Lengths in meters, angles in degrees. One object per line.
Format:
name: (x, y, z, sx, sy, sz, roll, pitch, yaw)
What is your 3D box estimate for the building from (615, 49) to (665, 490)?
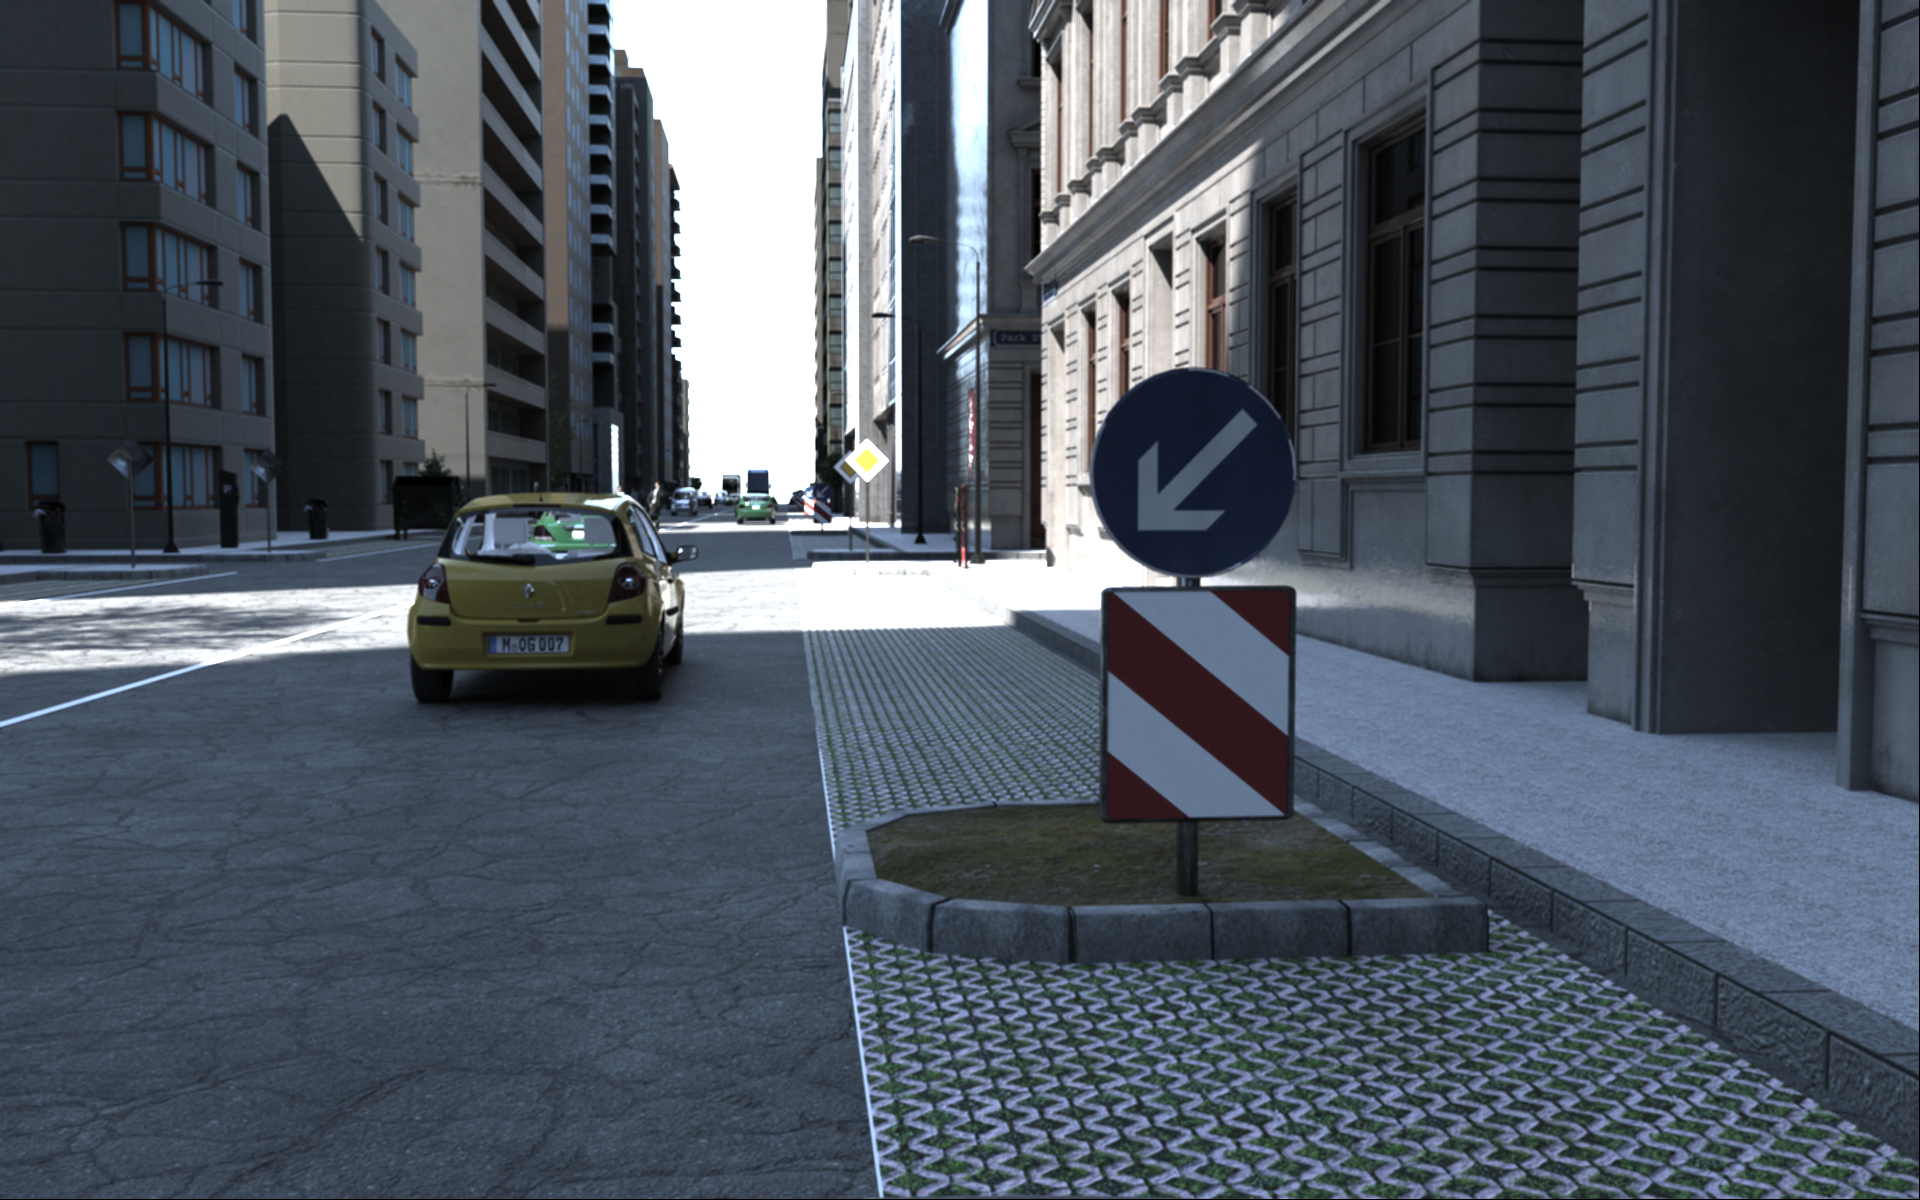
building: (-38.810, -32.309, 178.360, 14.600, 45.320, 14.200, 0, 4, -6)

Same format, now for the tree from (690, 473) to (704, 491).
tree: (-41.641, -17.551, 270.675, 4.285, 4.588, 4.351, 0, 3, 0)

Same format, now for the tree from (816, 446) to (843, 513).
tree: (-8.019, -8.155, 117.041, 4.285, 4.588, 4.351, 0, 3, 0)

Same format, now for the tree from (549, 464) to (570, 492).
tree: (-25.941, -7.126, 111.119, 1.663, 3.219, 1.824, 0, 3, 0)

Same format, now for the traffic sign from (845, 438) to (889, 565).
traffic sign: (-1.677, -1.691, 31.283, 0.795, 2.450, 0.064, 0, 4, -6)

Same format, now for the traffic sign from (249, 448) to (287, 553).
traffic sign: (-15.163, -2.099, 37.969, 0.795, 2.450, 0.064, 0, 4, -6)

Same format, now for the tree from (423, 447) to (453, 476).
tree: (-22.049, -4.752, 72.292, 1.663, 3.219, 1.824, 0, 3, 0)

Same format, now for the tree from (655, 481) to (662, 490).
tree: (-33.264, -11.869, 188.664, 1.663, 3.219, 1.824, 0, 3, 0)

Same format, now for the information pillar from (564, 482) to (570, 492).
information pillar: (-24.751, -6.398, 109.091, 0.304, 2.012, 0.304, 0, 4, 1)

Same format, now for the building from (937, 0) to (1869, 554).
building: (9.902, -12.769, 44.923, 21.152, 22.565, 11.583, 0, 4, -6)

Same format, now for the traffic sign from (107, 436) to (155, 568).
traffic sign: (-14.358, -1.614, 30.024, 0.795, 2.450, 0.064, 0, 4, -6)

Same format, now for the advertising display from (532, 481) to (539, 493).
advertising display: (-21.853, -5.132, 89.121, 0.123, 1.923, 0.974, 0, 4, 0)

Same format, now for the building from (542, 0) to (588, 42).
building: (-33.230, -28.690, 119.192, 14.600, 45.320, 14.200, 0, 4, -6)

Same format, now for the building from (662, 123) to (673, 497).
building: (-41.082, -33.738, 201.731, 14.600, 45.320, 14.200, 0, 4, -6)

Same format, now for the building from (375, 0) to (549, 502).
building: (-32.726, -28.208, 84.903, 21.300, 48.544, 21.600, 0, 4, -6)

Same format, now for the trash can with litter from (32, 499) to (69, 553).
trash can with litter: (-19.711, -1.601, 37.564, 0.624, 1.170, 1.055, -1, 4, -21)

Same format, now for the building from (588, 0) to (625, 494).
building: (-38.537, -50.621, 140.326, 22.319, 86.520, 31.000, 0, 4, -6)

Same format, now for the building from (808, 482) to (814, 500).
building: (-6.797, -34.886, 262.272, 32.217, 40.220, 23.993, 0, 4, -6)

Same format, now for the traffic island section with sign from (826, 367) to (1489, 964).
traffic island section with sign: (0.555, 0.148, 6.213, 1.989, 1.847, 2.006, 0, 4, -6)

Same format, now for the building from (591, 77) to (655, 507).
building: (-36.773, -29.413, 164.502, 14.154, 41.232, 14.086, 0, 4, -6)

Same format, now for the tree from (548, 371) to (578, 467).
tree: (-24.658, -9.237, 101.387, 4.737, 8.622, 4.395, 0, 3, 0)

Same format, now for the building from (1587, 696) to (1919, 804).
building: (9.577, -10.038, 0.276, 11.583, 22.565, 21.152, 0, 4, -6)

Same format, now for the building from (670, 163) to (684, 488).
building: (-47.256, -34.746, 222.727, 22.147, 44.769, 28.867, 0, 4, -6)

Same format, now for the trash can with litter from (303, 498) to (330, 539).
trash can with litter: (-18.278, -2.315, 49.233, 0.624, 1.170, 1.055, -1, 4, -13)

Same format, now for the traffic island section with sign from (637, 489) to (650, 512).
traffic island section with sign: (-25.278, -7.887, 137.581, 1.989, 1.847, 2.006, 0, 4, -6)

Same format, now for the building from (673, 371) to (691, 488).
building: (-53.874, -24.875, 251.745, 27.650, 21.520, 28.899, 0, 4, -6)

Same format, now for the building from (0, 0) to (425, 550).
building: (-33.462, -12.676, 52.297, 27.650, 21.520, 28.899, 0, 4, -6)

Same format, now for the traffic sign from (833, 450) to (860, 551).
traffic sign: (-2.481, -2.176, 39.228, 0.795, 2.450, 0.064, 0, 4, -6)

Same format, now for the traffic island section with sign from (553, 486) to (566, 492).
traffic island section with sign: (-20.227, -4.832, 87.634, 1.989, 1.847, 2.006, 0, 4, -6)

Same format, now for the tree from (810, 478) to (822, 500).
tree: (-17.006, -12.824, 204.277, 1.663, 3.219, 1.824, 0, 3, 0)

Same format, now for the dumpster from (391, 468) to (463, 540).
dumpster: (-16.624, -3.003, 54.054, 1.985, 2.255, 1.502, 0, 4, -4)

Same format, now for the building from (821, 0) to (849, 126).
building: (-2.258, -33.136, 165.474, 21.300, 48.544, 21.600, 0, 4, -6)

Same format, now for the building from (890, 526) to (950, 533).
building: (3.062, -15.169, 66.043, 12.078, 24.808, 19.932, 0, 4, -6)

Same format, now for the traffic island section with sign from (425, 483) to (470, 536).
traffic island section with sign: (-17.459, -3.166, 60.397, 1.989, 1.847, 2.006, 0, 4, -6)

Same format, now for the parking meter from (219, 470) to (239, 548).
parking meter: (-17.420, -2.177, 41.303, 0.399, 1.863, 0.255, -1, 4, -11)

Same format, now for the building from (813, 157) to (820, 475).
building: (-9.214, -37.558, 237.775, 21.300, 48.544, 21.600, 0, 4, -6)

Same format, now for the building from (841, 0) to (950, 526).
building: (0.457, -16.437, 86.763, 12.078, 24.808, 19.932, 0, 4, -6)

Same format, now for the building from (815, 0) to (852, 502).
building: (-7.841, -47.572, 216.049, 20.563, 71.187, 20.611, 0, 4, -6)

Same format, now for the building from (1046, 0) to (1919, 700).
building: (7.447, -11.323, 21.280, 11.583, 22.565, 21.152, 0, 4, -6)

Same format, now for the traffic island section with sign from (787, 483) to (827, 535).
traffic island section with sign: (-4.940, -3.175, 60.535, 1.989, 1.847, 2.006, 0, 4, -6)

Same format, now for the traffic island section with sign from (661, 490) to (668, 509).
traffic island section with sign: (-28.001, -9.527, 164.398, 1.989, 1.847, 2.006, 0, 4, -6)

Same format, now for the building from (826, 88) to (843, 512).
building: (-2.787, -21.751, 127.334, 14.160, 30.474, 14.107, 0, 4, -6)
